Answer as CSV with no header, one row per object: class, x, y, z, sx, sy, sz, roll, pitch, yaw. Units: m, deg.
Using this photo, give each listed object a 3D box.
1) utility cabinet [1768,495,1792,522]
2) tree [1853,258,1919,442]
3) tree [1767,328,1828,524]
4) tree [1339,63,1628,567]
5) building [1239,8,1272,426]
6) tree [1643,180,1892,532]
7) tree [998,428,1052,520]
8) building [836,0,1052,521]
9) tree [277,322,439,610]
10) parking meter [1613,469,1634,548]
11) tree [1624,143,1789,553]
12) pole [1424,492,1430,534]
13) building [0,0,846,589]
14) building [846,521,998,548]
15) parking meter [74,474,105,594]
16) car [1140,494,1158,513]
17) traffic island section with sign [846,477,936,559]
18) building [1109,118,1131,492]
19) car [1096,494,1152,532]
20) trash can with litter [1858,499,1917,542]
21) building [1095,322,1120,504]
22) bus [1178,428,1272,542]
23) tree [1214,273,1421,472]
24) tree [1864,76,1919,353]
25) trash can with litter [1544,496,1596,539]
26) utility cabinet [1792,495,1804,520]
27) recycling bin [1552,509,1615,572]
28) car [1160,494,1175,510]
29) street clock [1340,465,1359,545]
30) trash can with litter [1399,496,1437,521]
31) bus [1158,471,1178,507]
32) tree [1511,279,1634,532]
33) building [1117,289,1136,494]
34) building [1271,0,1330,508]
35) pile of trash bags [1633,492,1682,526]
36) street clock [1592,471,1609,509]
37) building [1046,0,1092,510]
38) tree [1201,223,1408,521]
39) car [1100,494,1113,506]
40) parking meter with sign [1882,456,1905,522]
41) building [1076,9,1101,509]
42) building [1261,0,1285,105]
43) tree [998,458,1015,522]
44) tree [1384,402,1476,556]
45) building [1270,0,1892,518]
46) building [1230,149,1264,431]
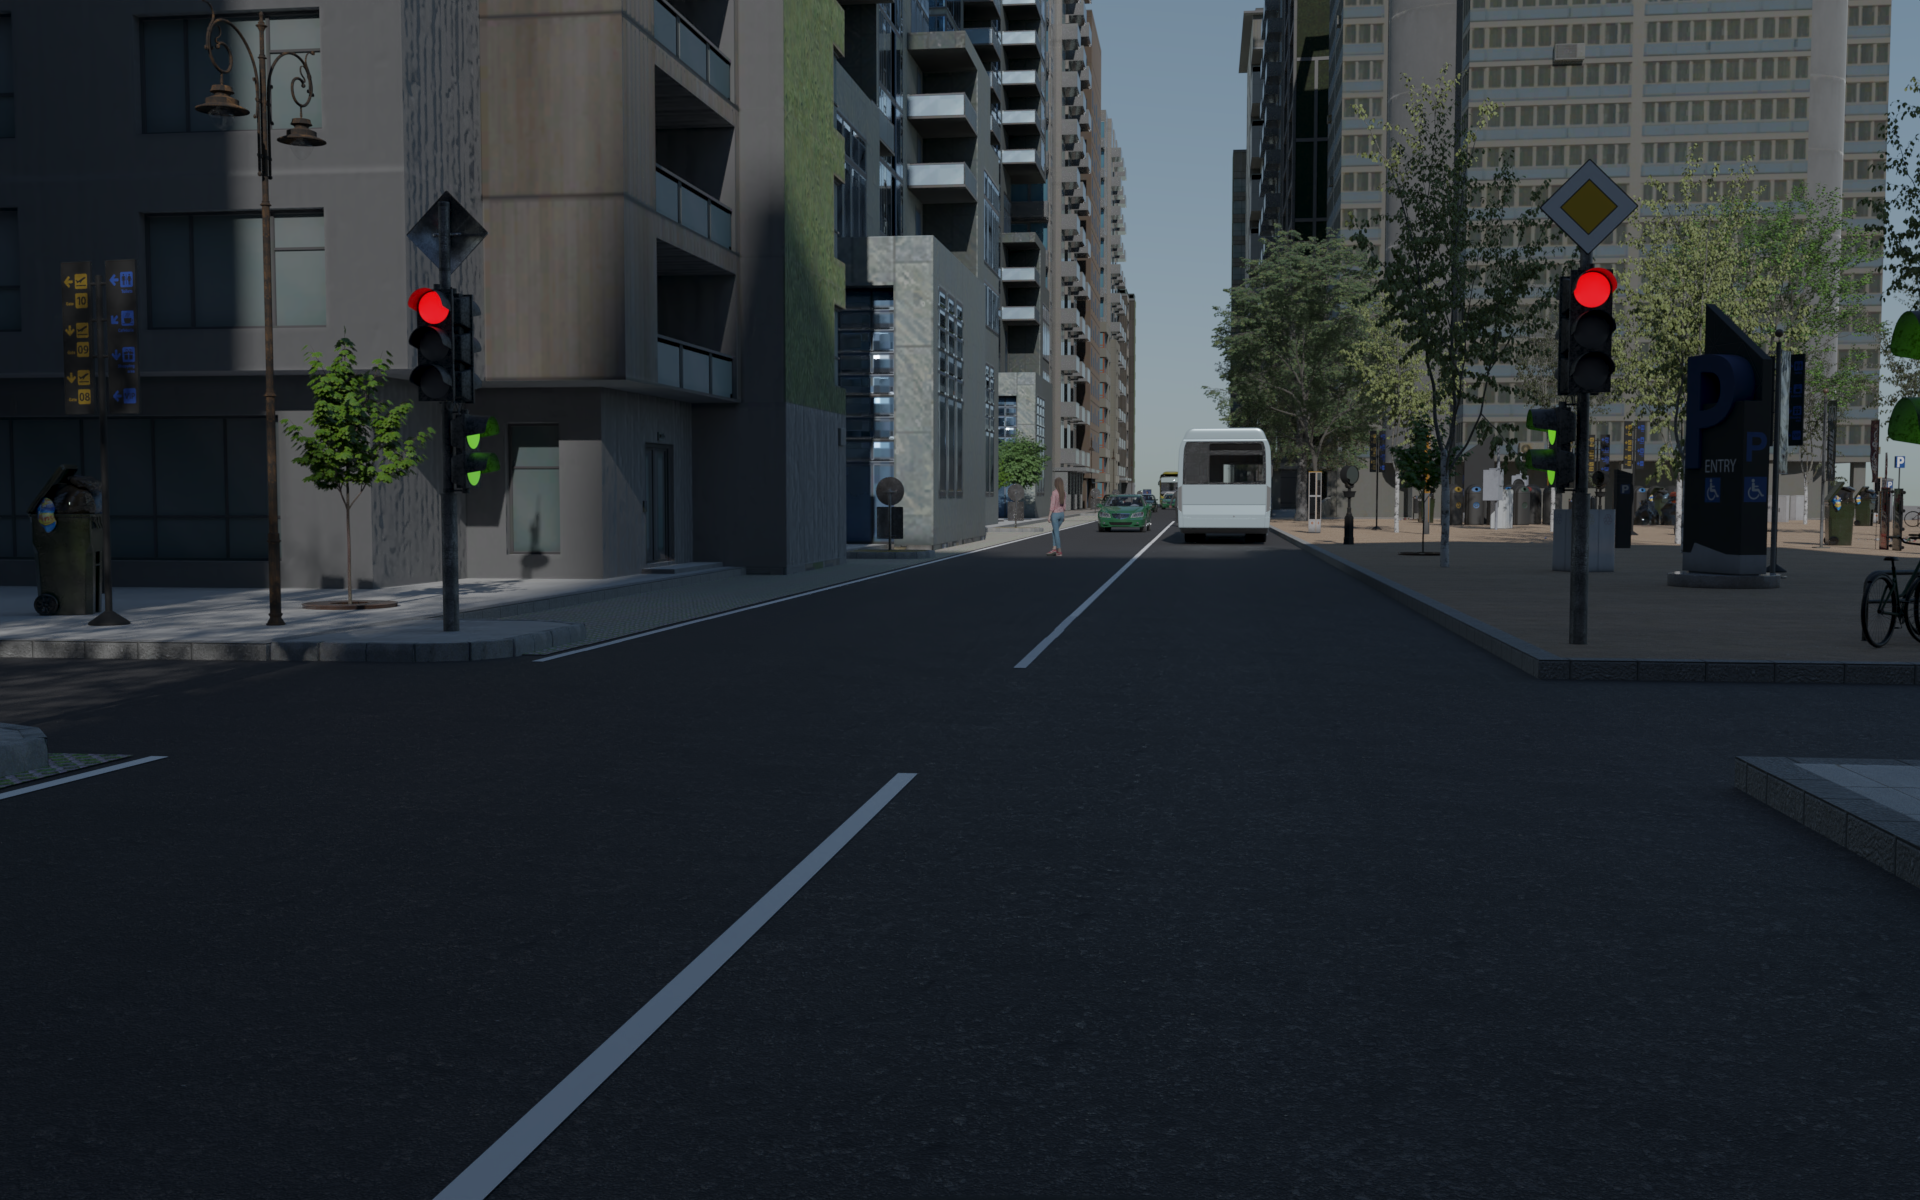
utility cabinet,37.434,-4.172,79.380,0.306,1.237,1.020,-3,4,-36
tree,28.686,-6.160,51.086,4.360,8.622,3.978,0,3,0
tree,35.766,-7.504,73.056,4.360,8.622,3.978,0,3,0
tree,8.523,-4.865,29.912,4.737,8.622,4.395,0,3,0
building,44.388,-36.457,185.311,28.713,52.752,27.495,0,4,8
tree,27.263,-8.139,58.821,9.928,11.665,9.643,0,3,0
tree,2.965,-6.300,86.715,4.285,4.588,4.351,0,3,0
building,-4.914,-48.538,106.270,22.319,86.520,31.000,0,4,8
tree,-6.968,-1.518,19.427,1.663,3.219,1.824,0,3,0
parking meter,15.720,-2.162,41.053,0.399,1.863,0.255,0,4,-1
tree,15.971,-5.322,37.378,4.737,8.622,4.395,0,3,0
pole,14.878,-3.752,55.190,0.158,3.312,0.155,0,3,0
building,-10.227,-21.092,28.450,14.154,41.232,14.086,0,4,8
building,-9.572,-45.571,57.758,22.319,86.520,31.000,0,4,8
parking meter,-11.200,-0.846,22.249,0.372,1.533,0.369,0,3,0
car,14.564,-7.706,135.781,2.009,1.686,4.222,1,4,10
traffic island section with sign,-1.602,-1.853,38.917,1.989,1.847,2.006,0,4,8
building,9.498,-36.657,218.957,23.786,49.044,30.456,0,4,8
car,6.344,-3.343,66.460,2.131,1.459,4.920,1,4,10
trash can with litter,25.488,-2.213,47.234,1.678,1.210,2.233,2,4,25
building,2.964,-21.099,190.005,27.650,21.520,28.899,0,4,8
bus,8.449,-3.664,54.770,2.948,3.499,13.247,1,4,9
tree,14.996,-8.439,72.391,8.767,10.594,7.601,0,4,3
tree,16.780,-4.774,28.418,4.737,8.622,4.395,0,3,0
trash can with litter,17.463,-2.330,49.151,1.678,1.210,2.233,1,4,14
utility cabinet,41.050,-4.507,84.857,1.020,1.237,0.306,-3,4,-38
recycling bin,10.345,-0.990,28.734,0.722,1.027,0.722,-1,4,-19
car,19.745,-9.145,161.314,2.131,1.459,4.920,1,4,10
street clock,9.876,-2.408,43.945,0.471,2.002,0.358,-2,4,-35
trash can with litter,22.175,-4.498,84.592,1.678,1.210,2.233,-1,4,-17
bus,22.955,-12.029,188.224,2.896,3.916,12.252,0,4,6
tree,20.311,-6.623,58.645,4.360,8.622,3.978,0,3,0
building,17.101,-28.698,240.919,14.160,30.474,14.107,0,4,8
building,31.249,-41.756,120.969,20.563,71.187,20.611,0,4,8
pile of trash bags,29.153,-3.790,71.714,1.912,1.369,3.447,3,4,38
street clock,19.725,-2.985,53.370,0.358,2.002,0.471,-2,4,-31
building,-1.201,-31.707,138.011,23.786,49.044,30.456,0,4,8
tree,16.432,-10.753,82.465,9.857,13.997,8.962,0,3,0
car,11.522,-7.410,130.941,2.009,1.686,4.222,0,4,6
parking meter with sign,42.773,-5.132,80.162,0.543,3.016,1.738,-1,4,-18
building,5.612,-31.166,159.676,14.600,45.320,14.200,0,4,8
building,36.814,-32.232,146.602,23.786,49.044,30.456,0,4,8
tree,1.446,-5.293,81.142,1.663,3.219,1.824,0,3,0
tree,9.692,-2.562,36.487,1.663,3.219,1.824,0,3,0
building,33.974,-24.904,99.057,32.217,40.220,23.993,0,4,8
building,39.485,-32.033,207.329,14.154,41.232,14.086,0,4,8
